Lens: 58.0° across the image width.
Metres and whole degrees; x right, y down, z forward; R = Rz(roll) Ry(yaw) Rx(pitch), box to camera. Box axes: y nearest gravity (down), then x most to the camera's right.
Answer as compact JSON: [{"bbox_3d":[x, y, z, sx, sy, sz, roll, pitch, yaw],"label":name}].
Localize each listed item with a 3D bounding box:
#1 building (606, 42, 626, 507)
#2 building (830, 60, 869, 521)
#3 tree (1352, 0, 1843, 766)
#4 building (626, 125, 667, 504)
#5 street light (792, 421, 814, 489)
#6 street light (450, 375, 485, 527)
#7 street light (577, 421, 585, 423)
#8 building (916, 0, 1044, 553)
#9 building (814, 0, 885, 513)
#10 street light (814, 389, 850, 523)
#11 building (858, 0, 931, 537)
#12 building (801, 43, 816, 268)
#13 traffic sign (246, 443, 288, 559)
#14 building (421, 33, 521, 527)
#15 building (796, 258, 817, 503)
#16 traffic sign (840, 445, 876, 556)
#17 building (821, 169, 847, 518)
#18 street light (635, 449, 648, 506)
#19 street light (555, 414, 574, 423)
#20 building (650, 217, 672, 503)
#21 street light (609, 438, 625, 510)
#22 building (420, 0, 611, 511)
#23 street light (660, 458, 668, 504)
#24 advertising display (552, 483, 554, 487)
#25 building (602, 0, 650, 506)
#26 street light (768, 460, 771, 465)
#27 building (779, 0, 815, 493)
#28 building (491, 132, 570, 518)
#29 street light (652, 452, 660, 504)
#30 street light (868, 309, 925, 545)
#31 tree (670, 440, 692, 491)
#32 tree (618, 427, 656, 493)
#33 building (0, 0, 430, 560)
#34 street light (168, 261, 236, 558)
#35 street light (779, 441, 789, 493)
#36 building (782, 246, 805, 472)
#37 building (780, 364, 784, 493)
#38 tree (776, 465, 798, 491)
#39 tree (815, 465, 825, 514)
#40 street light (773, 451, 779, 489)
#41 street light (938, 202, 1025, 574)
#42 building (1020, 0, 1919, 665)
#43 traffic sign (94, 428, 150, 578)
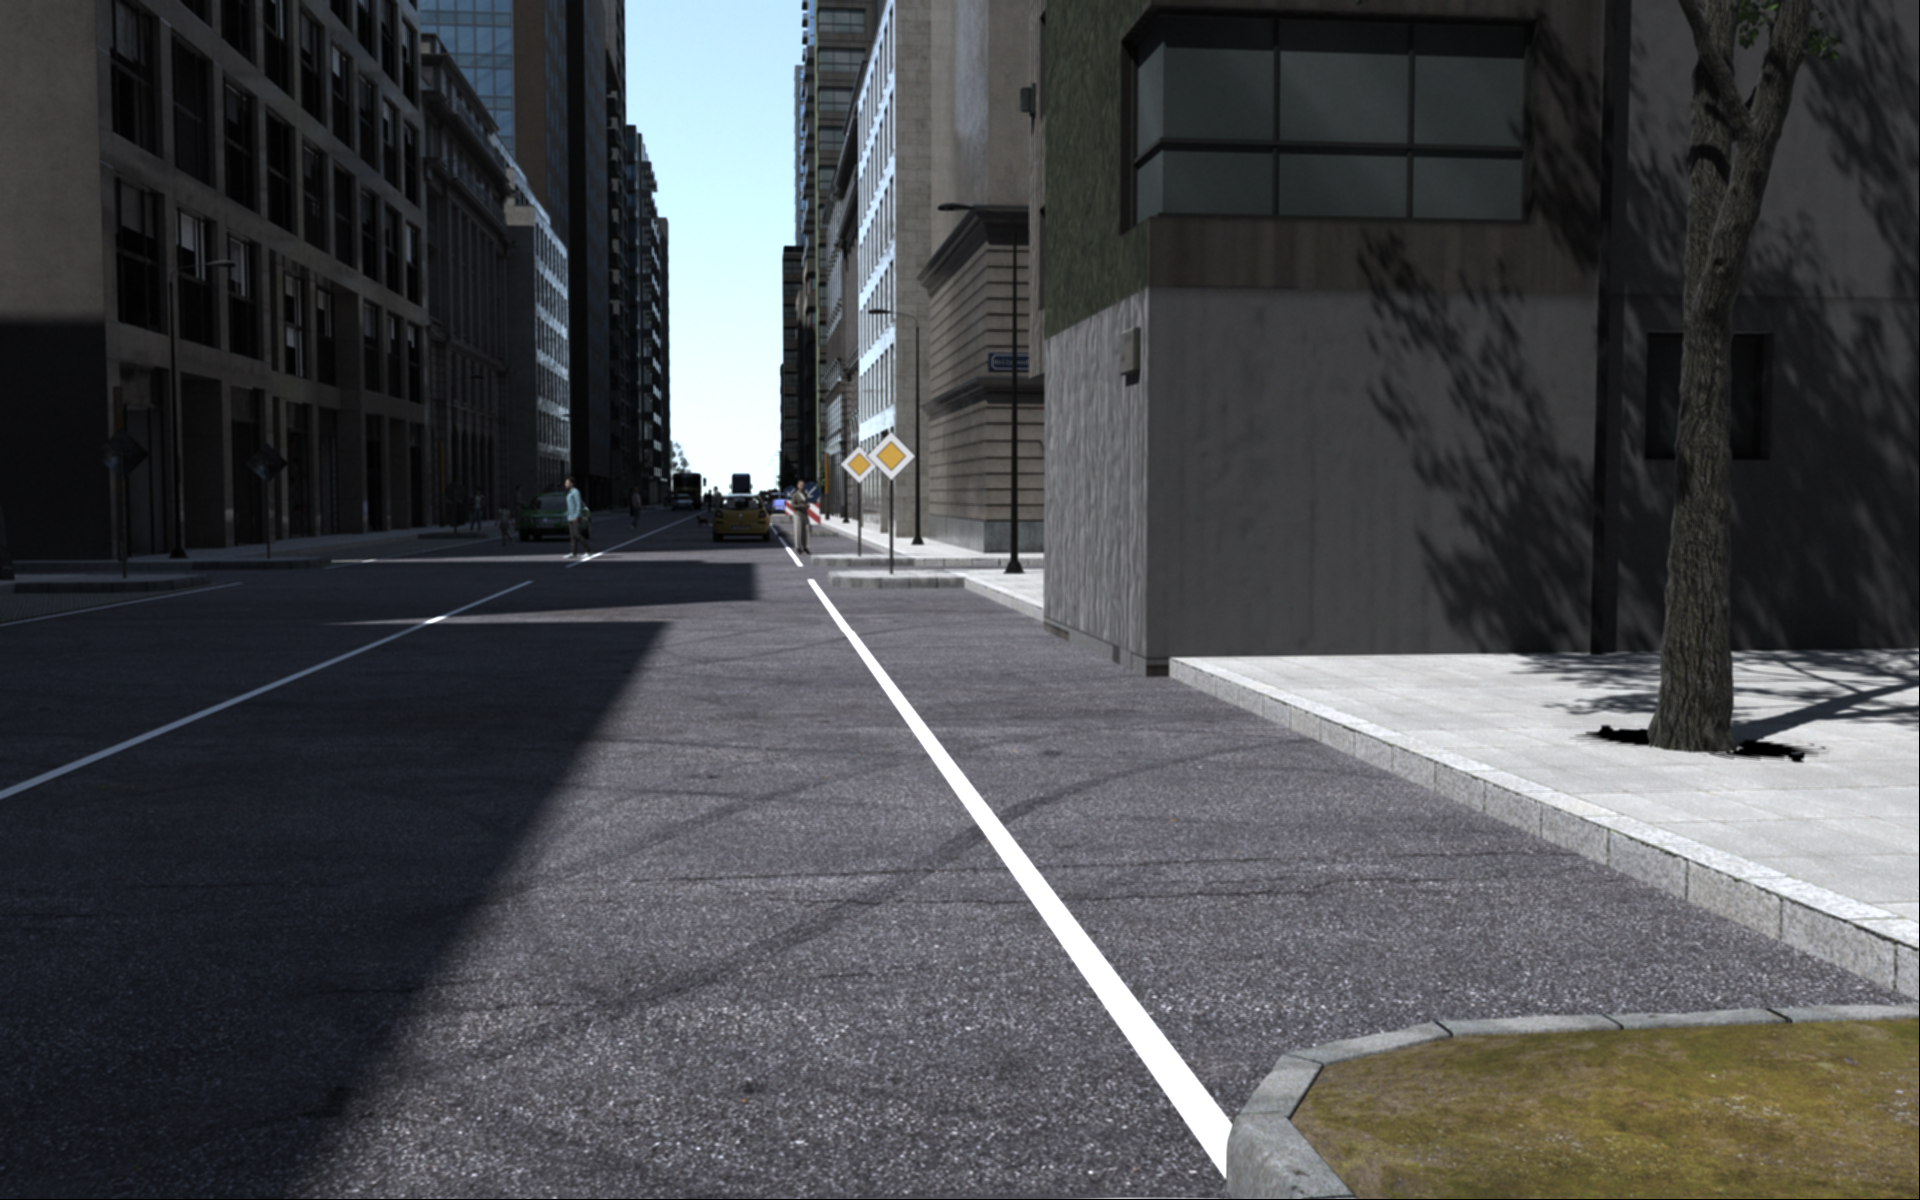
[{"bbox_3d":[-43.788,-31.210,164.913,22.147,44.769,28.867,0,4,-7],"label":"building"},{"bbox_3d":[1.220,-14.596,80.447,13.314,21.916,24.055,0,4,-7],"label":"building"},{"bbox_3d":[3.883,-5.053,8.380,9.928,11.665,9.643,0,3,0],"label":"tree"},{"bbox_3d":[-50.691,-37.021,224.902,23.786,49.044,30.456,0,4,-7],"label":"building"},{"bbox_3d":[-9.825,-8.429,110.349,1.470,5.913,1.316,0,4,-7],"label":"street light"},{"bbox_3d":[-19.267,-5.824,67.766,1.470,5.913,1.316,0,4,-7],"label":"street light"},{"bbox_3d":[-24.441,-8.399,109.862,1.470,5.913,1.316,0,4,-7],"label":"street light"},{"bbox_3d":[16.699,-13.752,43.923,34.723,24.649,14.460,0,4,-7],"label":"building"},{"bbox_3d":[-3.086,-26.718,120.439,14.154,41.232,14.086,0,4,-7],"label":"building"},{"bbox_3d":[-5.611,-6.382,76.887,1.470,5.913,1.316,0,4,-7],"label":"street light"},{"bbox_3d":[2.250,-12.516,59.395,10.420,20.320,16.860,0,4,-7],"label":"building"},{"bbox_3d":[-4.233,-33.758,171.553,23.786,49.044,30.456,0,4,-7],"label":"building"},{"bbox_3d":[-13.681,-1.871,34.231,0.795,2.450,0.064,0,4,-7],"label":"traffic sign"},{"bbox_3d":[-28.024,-14.447,78.002,13.314,21.916,24.055,0,4,-7],"label":"building"},{"bbox_3d":[0.760,-18.231,143.121,27.650,21.520,28.899,0,4,-7],"label":"building"},{"bbox_3d":[-2.071,-1.956,35.625,0.795,2.450,0.064,0,4,-7],"label":"traffic sign"},{"bbox_3d":[-2.886,-15.467,102.030,9.793,20.994,18.267,0,4,-7],"label":"building"},{"bbox_3d":[-32.617,-12.515,177.158,1.470,5.913,1.316,0,4,-7],"label":"street light"},{"bbox_3d":[-23.368,-7.856,100.993,1.470,5.913,1.316,0,4,-7],"label":"street light"},{"bbox_3d":[-48.948,-34.520,247.991,14.154,41.232,14.086,0,4,-7],"label":"building"},{"bbox_3d":[-28.504,-10.483,143.933,1.470,5.913,1.316,0,4,-7],"label":"street light"},{"bbox_3d":[-36.855,-30.213,144.088,14.600,45.320,14.200,0,4,-7],"label":"building"},{"bbox_3d":[-38.575,-15.479,225.628,1.470,5.913,1.316,0,4,-7],"label":"street light"},{"bbox_3d":[-22.899,-5.642,97.457,0.123,1.923,0.974,-1,4,-15],"label":"advertising display"},{"bbox_3d":[-46.679,-46.531,199.040,20.563,71.187,20.611,0,4,-7],"label":"building"},{"bbox_3d":[-25.074,-16.092,235.651,1.470,5.913,1.316,0,4,-7],"label":"street light"},{"bbox_3d":[-15.170,-57.518,253.089,22.319,86.520,31.000,0,4,-7],"label":"building"},{"bbox_3d":[-28.563,-14.944,99.079,10.420,20.320,16.860,0,4,-7],"label":"building"},{"bbox_3d":[-34.472,-13.447,192.402,1.470,5.913,1.316,0,4,-7],"label":"street light"},{"bbox_3d":[-1.607,-4.349,43.648,1.470,5.913,1.316,0,4,-7],"label":"street light"},{"bbox_3d":[-44.708,-20.337,266.919,7.601,10.594,8.767,0,4,1],"label":"tree"},{"bbox_3d":[-34.698,-14.384,185.539,4.360,8.622,3.978,0,3,0],"label":"tree"},{"bbox_3d":[-28.092,-14.928,48.590,19.350,26.468,34.151,0,4,-7],"label":"building"},{"bbox_3d":[-15.106,-3.792,34.547,1.470,5.913,1.316,0,4,-7],"label":"street light"},{"bbox_3d":[-14.937,-11.024,152.787,1.470,5.913,1.316,0,4,-7],"label":"street light"},{"bbox_3d":[-13.759,-26.393,203.233,14.160,30.474,14.107,0,4,-7],"label":"building"},{"bbox_3d":[-9.254,-23.281,225.678,27.650,21.520,28.899,0,4,-7],"label":"building"},{"bbox_3d":[-18.745,-12.825,193.398,4.285,4.588,4.351,0,3,0],"label":"tree"},{"bbox_3d":[-8.899,-7.218,112.623,1.663,3.219,1.824,0,3,0],"label":"tree"},{"bbox_3d":[-19.052,-13.077,186.350,1.470,5.913,1.316,0,4,-7],"label":"street light"},{"bbox_3d":[0.341,-3.381,27.825,1.470,5.913,1.316,0,4,-7],"label":"street light"},{"bbox_3d":[7.598,-15.204,20.291,14.160,30.474,14.107,0,4,-7],"label":"building"},{"bbox_3d":[-12.711,-1.386,26.304,0.795,2.450,0.064,0,4,-7],"label":"traffic sign"}]
